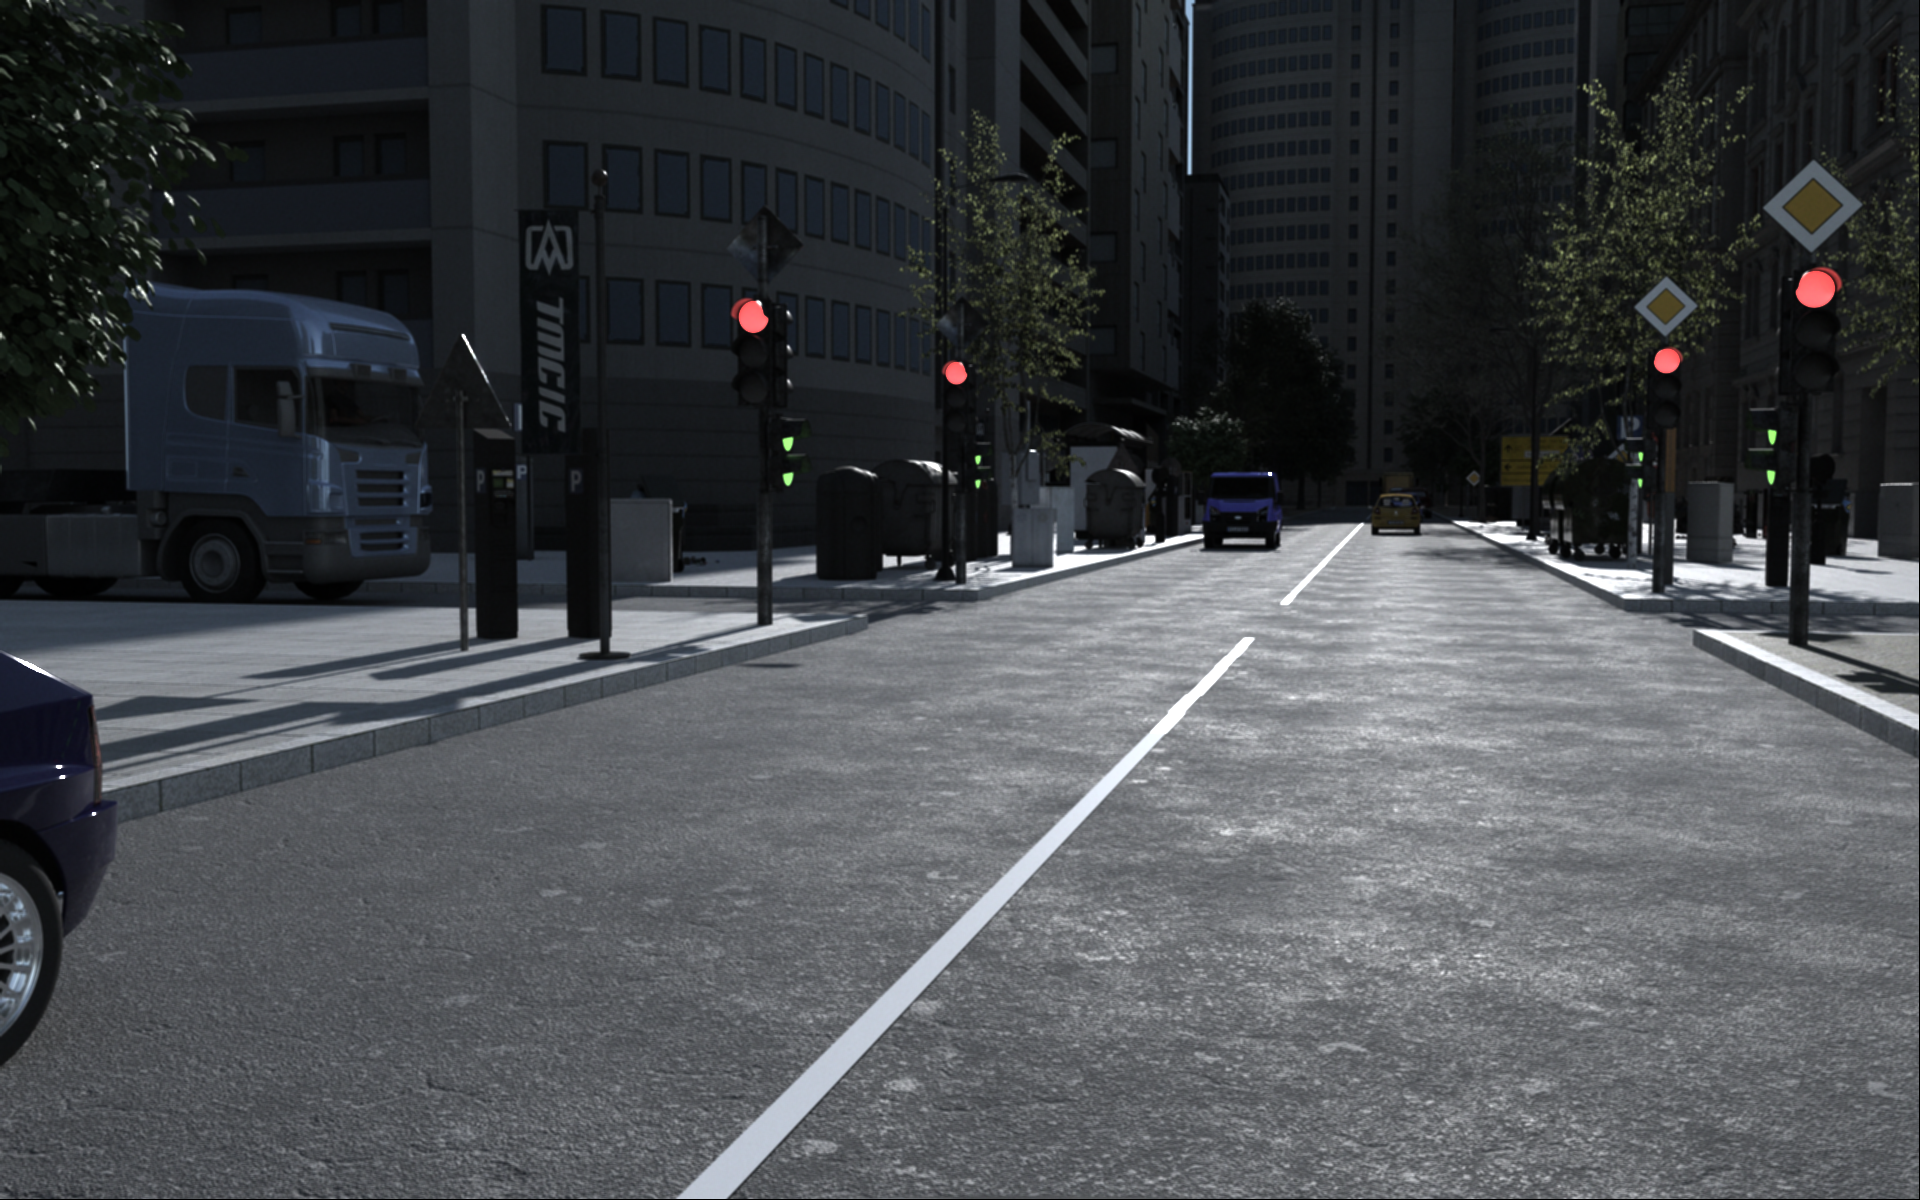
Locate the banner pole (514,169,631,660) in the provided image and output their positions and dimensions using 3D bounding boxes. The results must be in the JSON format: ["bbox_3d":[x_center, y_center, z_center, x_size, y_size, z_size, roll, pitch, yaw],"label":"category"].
[{"bbox_3d":[-3.015,-1.434,13.471,0.863,3.779,0.401,0,4,0],"label":"banner pole"}]

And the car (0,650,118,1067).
[{"bbox_3d":[-3.562,0.576,3.164,1.945,1.354,3.894,1,4,16],"label":"car"}]

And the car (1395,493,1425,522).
[{"bbox_3d":[22.836,-4.844,88.783,1.945,1.707,3.694,1,4,14],"label":"car"}]

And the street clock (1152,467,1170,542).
[{"bbox_3d":[5.324,-2.535,46.022,0.471,2.002,0.358,-3,5,-41],"label":"street clock"}]

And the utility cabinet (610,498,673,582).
[{"bbox_3d":[-4.744,-0.872,25.418,1.020,1.237,0.306,0,4,-1],"label":"utility cabinet"}]

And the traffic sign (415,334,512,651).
[{"bbox_3d":[-4.060,-0.863,14.116,0.884,2.594,0.081,1,4,16],"label":"traffic sign"}]

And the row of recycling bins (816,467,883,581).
[{"bbox_3d":[-1.749,-1.240,27.386,1.069,1.692,3.534,0,4,0],"label":"row of recycling bins"}]

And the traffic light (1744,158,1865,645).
[{"bbox_3d":[7.139,-1.575,14.679,0.839,4.253,0.868,1,4,14],"label":"traffic light"}]

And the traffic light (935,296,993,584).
[{"bbox_3d":[0.030,-2.186,24.655,0.839,4.253,0.868,1,4,14],"label":"traffic light"}]

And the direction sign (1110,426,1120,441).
[{"bbox_3d":[5.165,-4.020,57.726,0.379,3.537,0.876,-1,4,-16],"label":"direction sign"}]

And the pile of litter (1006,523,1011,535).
[{"bbox_3d":[2.219,-2.474,54.422,1.719,0.858,1.176,-1,4,-13],"label":"pile of litter"}]

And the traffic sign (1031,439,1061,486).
[{"bbox_3d":[1.932,-2.433,39.889,0.768,2.556,0.104,1,4,16],"label":"traffic sign"}]

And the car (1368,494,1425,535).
[{"bbox_3d":[15.788,-3.208,62.668,2.015,1.641,3.980,1,4,14],"label":"car"}]

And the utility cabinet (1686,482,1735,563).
[{"bbox_3d":[14.040,-1.451,32.397,0.318,1.500,1.173,0,4,-4],"label":"utility cabinet"}]

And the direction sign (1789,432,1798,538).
[{"bbox_3d":[24.255,-3.556,50.141,0.379,3.537,0.876,1,4,15],"label":"direction sign"}]

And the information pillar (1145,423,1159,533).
[{"bbox_3d":[6.335,-4.035,57.323,0.504,3.616,0.183,-2,4,-27],"label":"information pillar"}]

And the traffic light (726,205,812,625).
[{"bbox_3d":[-1.901,-1.712,16.906,0.839,4.253,0.868,1,4,14],"label":"traffic light"}]

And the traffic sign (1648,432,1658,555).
[{"bbox_3d":[14.607,-2.238,36.588,0.884,2.594,0.081,1,4,14],"label":"traffic sign"}]

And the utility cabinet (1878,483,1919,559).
[{"bbox_3d":[18.654,-1.568,34.313,0.318,1.500,1.173,0,4,0],"label":"utility cabinet"}]

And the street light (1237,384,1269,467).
[{"bbox_3d":[12.278,-6.150,73.097,1.470,5.913,1.316,1,4,14],"label":"street light"}]

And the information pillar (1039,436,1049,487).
[{"bbox_3d":[3.339,-4.725,68.602,0.504,3.616,0.183,3,5,40],"label":"information pillar"}]

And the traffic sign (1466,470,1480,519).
[{"bbox_3d":[24.619,-5.002,82.975,0.795,2.450,0.064,1,4,18],"label":"traffic sign"}]

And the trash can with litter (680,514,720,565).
[{"bbox_3d":[-5.237,-1.278,31.947,1.678,1.210,2.233,-1,4,-20],"label":"trash can with litter"}]

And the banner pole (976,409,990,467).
[{"bbox_3d":[0.679,-3.735,51.077,0.401,3.779,0.863,2,4,35],"label":"banner pole"}]

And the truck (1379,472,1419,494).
[{"bbox_3d":[38.624,-9.584,152.625,3.469,3.379,9.791,1,4,15],"label":"truck"}]

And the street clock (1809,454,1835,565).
[{"bbox_3d":[15.649,-1.650,31.547,0.471,2.002,0.358,-1,4,-19],"label":"street clock"}]

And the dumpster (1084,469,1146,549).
[{"bbox_3d":[3.646,-2.148,40.872,1.264,1.857,1.865,1,4,14],"label":"dumpster"}]

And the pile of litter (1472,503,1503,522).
[{"bbox_3d":[24.817,-4.127,81.447,1.176,0.858,1.719,-1,4,-8],"label":"pile of litter"}]

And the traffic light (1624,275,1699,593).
[{"bbox_3d":[9.070,-2.049,22.428,0.839,4.253,0.868,1,4,14],"label":"traffic light"}]

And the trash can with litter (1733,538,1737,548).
[{"bbox_3d":[18.296,-1.843,41.521,0.624,1.170,1.055,0,4,-4],"label":"trash can with litter"}]

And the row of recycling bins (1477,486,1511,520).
[{"bbox_3d":[26.583,-4.765,85.023,3.534,1.692,1.069,-3,5,-44],"label":"row of recycling bins"}]

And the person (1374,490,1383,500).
[{"bbox_3d":[34.940,-8.240,143.938,1.217,1.736,0.721,-1,4,-18],"label":"person"}]

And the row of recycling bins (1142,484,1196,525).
[{"bbox_3d":[8.007,-3.961,71.878,3.534,1.692,1.069,1,4,12],"label":"row of recycling bins"}]

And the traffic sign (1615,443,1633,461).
[{"bbox_3d":[14.906,-2.314,39.019,0.795,2.450,0.064,1,4,17],"label":"traffic sign"}]

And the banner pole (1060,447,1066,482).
[{"bbox_3d":[4.758,-5.574,81.147,0.863,3.779,0.401,3,5,40],"label":"banner pole"}]

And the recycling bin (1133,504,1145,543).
[{"bbox_3d":[4.401,-2.007,45.371,0.722,1.027,0.722,2,4,28],"label":"recycling bin"}]

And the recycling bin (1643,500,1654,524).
[{"bbox_3d":[30.329,-3.856,75.601,0.722,1.027,0.722,-1,4,-22],"label":"recycling bin"}]

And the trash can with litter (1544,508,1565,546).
[{"bbox_3d":[14.801,-1.937,43.057,0.624,1.170,1.055,0,4,-1],"label":"trash can with litter"}]

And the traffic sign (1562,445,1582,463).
[{"bbox_3d":[15.973,-2.736,44.841,0.768,2.556,0.104,1,4,19],"label":"traffic sign"}]

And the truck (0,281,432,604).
[{"bbox_3d":[-15.638,-2.110,24.261,18.799,4.110,2.967,1,4,16],"label":"truck"}]

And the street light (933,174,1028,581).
[{"bbox_3d":[0.307,-3.233,25.397,1.470,5.913,1.316,1,4,14],"label":"street light"}]

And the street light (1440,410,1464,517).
[{"bbox_3d":[27.095,-7.514,95.391,1.470,5.913,1.316,1,4,14],"label":"street light"}]

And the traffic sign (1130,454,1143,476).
[{"bbox_3d":[5.485,-3.399,55.688,0.768,2.556,0.104,1,4,20],"label":"traffic sign"}]

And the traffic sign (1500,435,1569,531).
[{"bbox_3d":[19.858,-4.041,59.939,2.265,3.308,0.079,1,4,14],"label":"traffic sign"}]

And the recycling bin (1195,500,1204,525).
[{"bbox_3d":[9.909,-3.702,73.081,0.722,1.027,0.722,1,4,9],"label":"recycling bin"}]

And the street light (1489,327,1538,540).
[{"bbox_3d":[15.416,-4.632,48.268,1.470,5.913,1.316,1,4,14],"label":"street light"}]

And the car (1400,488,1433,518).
[{"bbox_3d":[27.401,-5.866,104.587,2.281,1.827,5.304,1,4,13],"label":"car"}]

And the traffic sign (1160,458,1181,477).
[{"bbox_3d":[7.328,-3.689,60.426,0.768,2.556,0.104,1,4,21],"label":"traffic sign"}]

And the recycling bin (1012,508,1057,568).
[{"bbox_3d":[1.317,-1.103,30.593,0.722,1.027,0.722,1,4,9],"label":"recycling bin"}]

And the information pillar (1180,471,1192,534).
[{"bbox_3d":[7.327,-3.166,56.263,0.304,2.012,0.304,-1,4,-16],"label":"information pillar"}]

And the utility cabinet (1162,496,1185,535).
[{"bbox_3d":[6.727,-2.673,54.865,0.306,1.237,1.020,3,5,40],"label":"utility cabinet"}]

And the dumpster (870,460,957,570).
[{"bbox_3d":[-0.829,-1.483,30.004,1.264,1.857,1.865,1,4,14],"label":"dumpster"}]

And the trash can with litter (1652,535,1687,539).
[{"bbox_3d":[20.957,-2.357,49.594,2.233,1.210,1.678,1,4,20],"label":"trash can with litter"}]

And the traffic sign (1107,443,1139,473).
[{"bbox_3d":[4.087,-2.680,43.829,0.884,2.594,0.081,1,4,20],"label":"traffic sign"}]
